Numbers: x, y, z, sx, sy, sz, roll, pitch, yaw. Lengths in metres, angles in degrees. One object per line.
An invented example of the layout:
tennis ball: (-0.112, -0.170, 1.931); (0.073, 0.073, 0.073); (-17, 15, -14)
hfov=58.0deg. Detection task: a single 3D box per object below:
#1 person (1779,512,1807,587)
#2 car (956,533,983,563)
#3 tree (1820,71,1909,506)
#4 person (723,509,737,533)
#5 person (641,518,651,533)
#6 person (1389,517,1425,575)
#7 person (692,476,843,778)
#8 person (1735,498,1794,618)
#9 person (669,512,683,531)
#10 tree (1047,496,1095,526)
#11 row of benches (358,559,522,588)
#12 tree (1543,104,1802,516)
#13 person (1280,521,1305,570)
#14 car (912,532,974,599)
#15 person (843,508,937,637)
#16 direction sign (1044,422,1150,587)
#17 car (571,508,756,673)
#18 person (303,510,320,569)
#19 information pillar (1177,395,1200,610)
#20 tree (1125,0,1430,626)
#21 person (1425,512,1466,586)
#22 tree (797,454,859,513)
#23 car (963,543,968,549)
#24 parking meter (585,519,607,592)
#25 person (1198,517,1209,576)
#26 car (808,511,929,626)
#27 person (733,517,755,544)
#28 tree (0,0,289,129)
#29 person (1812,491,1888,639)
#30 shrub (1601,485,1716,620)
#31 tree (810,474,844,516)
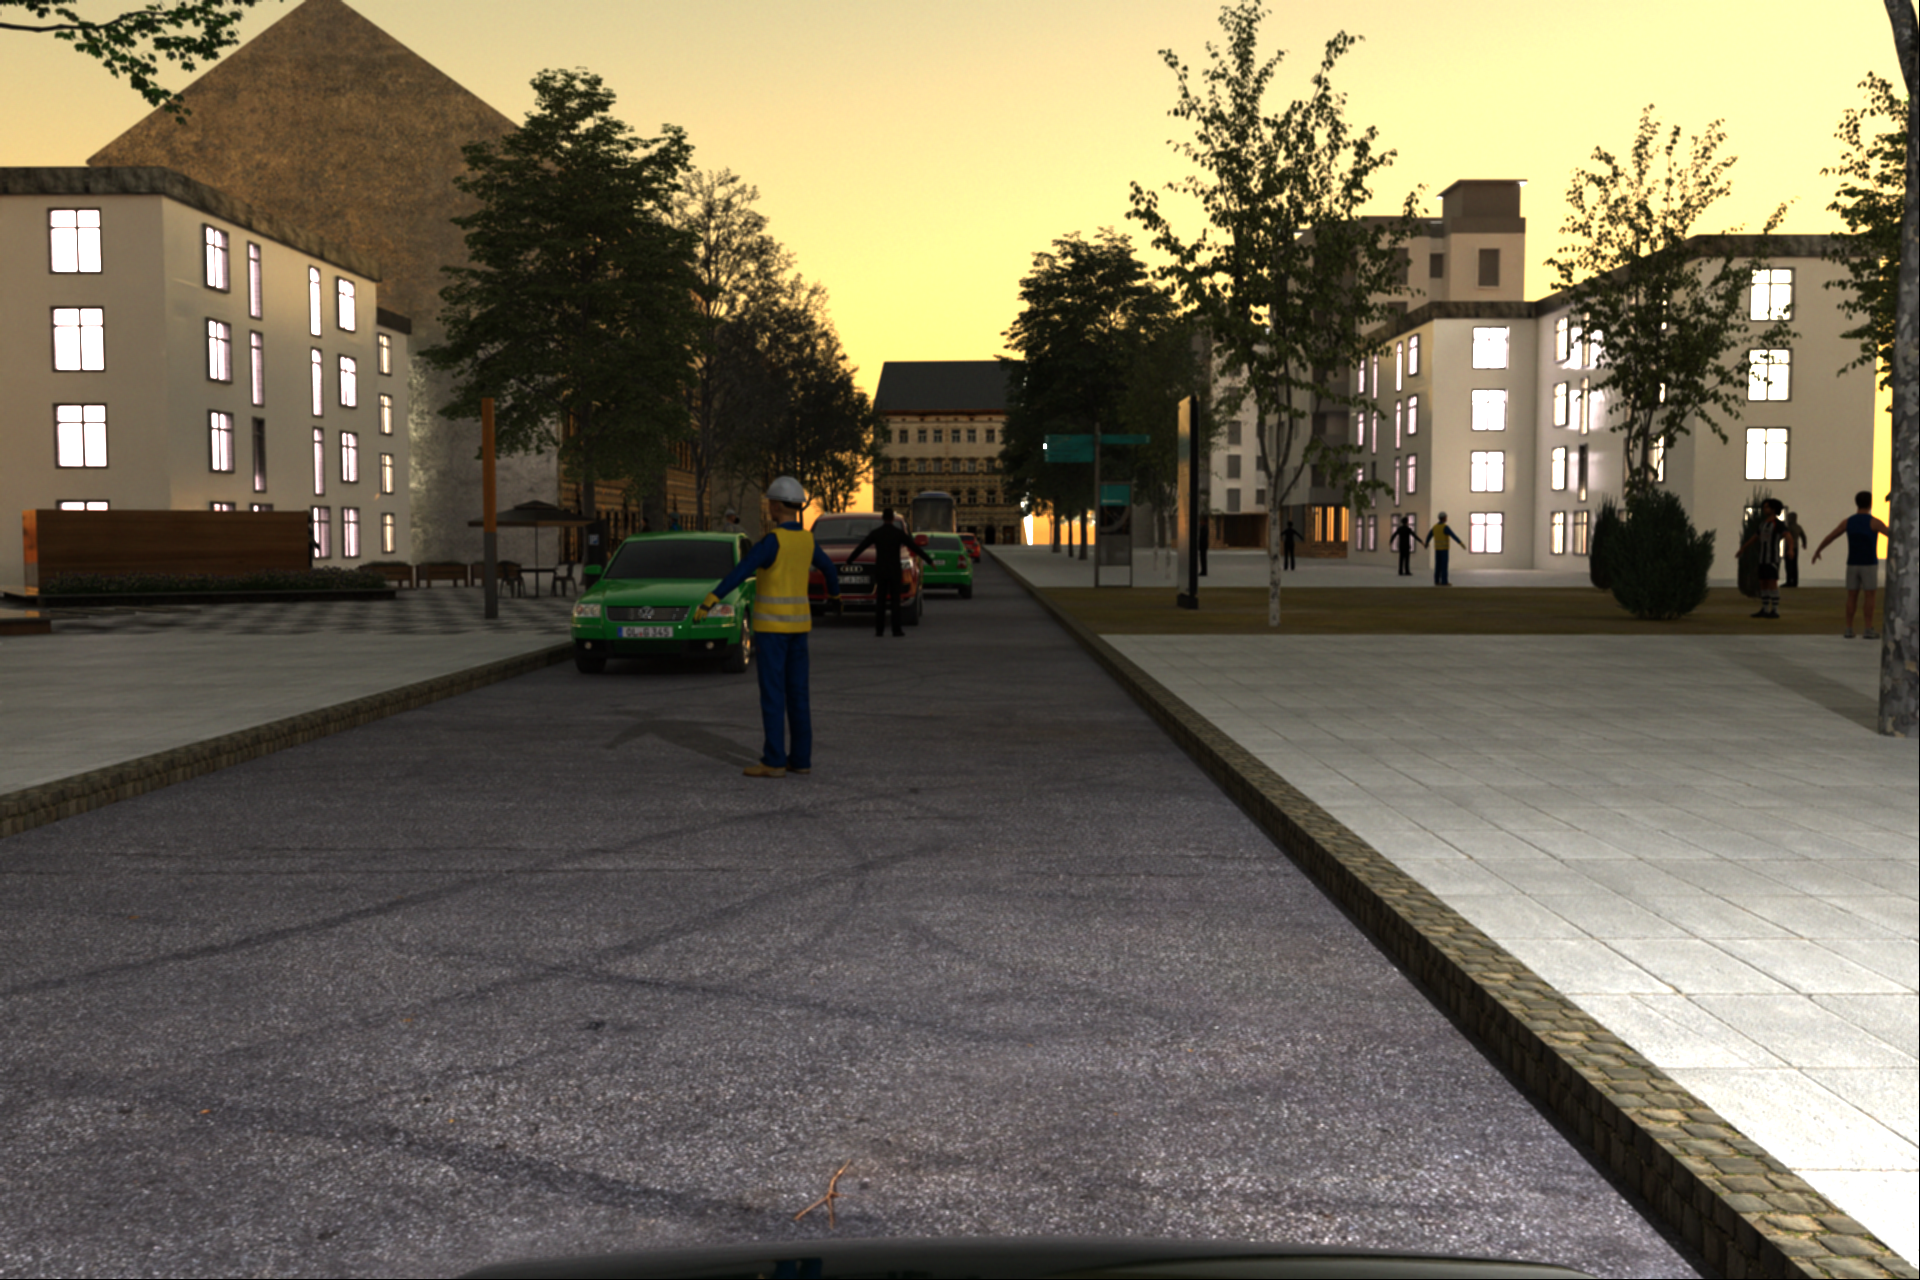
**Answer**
person: (20.074, -2.186, 41.870); (1.348, 1.813, 0.705); (-2, 4, -29)
car: (0.091, -4.811, 87.692); (2.155, 1.783, 4.494); (0, 4, -1)
tree: (14.682, -4.608, 25.704); (4.737, 8.622, 4.395); (0, 3, 0)
person: (-5.169, -2.037, 39.161); (0.705, 1.847, 1.347); (-1, 4, -14)
person: (-10.131, -3.026, 55.608); (0.704, 1.812, 1.346); (1, 4, 12)
person: (13.841, -2.913, 53.819); (0.705, 1.806, 1.347); (-3, 4, -37)
person: (-1.108, -0.086, 10.333); (0.721, 1.772, 1.216); (3, 4, 38)
person: (12.362, -1.245, 26.495); (0.704, 1.843, 1.345); (-1, 4, -10)
person: (-7.054, -2.232, 42.623); (0.704, 1.817, 1.347); (1, 4, 15)
tree: (15.709, -19.077, 218.558); (9.857, 13.997, 8.962); (0, 3, 0)
row of benches: (-12.570, -1.609, 41.764); (4.104, 0.672, 1.422); (-3, 5, -44)
tree: (12.356, -4.912, 30.670); (4.737, 8.622, 4.395); (0, 3, 0)
person: (11.609, -3.330, 61.164); (1.216, 1.740, 0.721); (0, 4, -8)
car: (-0.642, -1.896, 39.791); (1.959, 1.807, 4.718); (0, 4, -1)
person: (-0.997, -0.955, 24.298); (1.346, 1.802, 0.704); (1, 4, 9)
direction sign: (3.275, -3.193, 40.963); (2.525, 3.948, 1.411); (0, 4, 1)
car: (-3.058, -0.639, 19.249); (1.959, 1.807, 4.718); (0, 4, 1)
person: (-15.678, -2.190, 41.591); (0.705, 1.856, 1.354); (-3, 4, -37)
information pillar: (3.971, -2.375, 30.152); (0.184, 3.620, 1.656); (0, 4, 0)
tree: (4.337, -4.482, 23.643); (4.737, 8.622, 4.395); (0, 3, 0)
person: (11.970, -2.261, 42.933); (0.705, 1.833, 1.349); (-2, 4, -29)
tree: (-16.640, -17.976, 219.663); (9.928, 11.665, 9.643); (0, 3, 0)
car: (-0.662, -4.158, 80.347); (2.083, 1.381, 4.827); (0, 4, -1)
parking meter: (-6.129, -1.270, 29.182); (0.372, 1.533, 0.369); (0, 3, 0)
person: (7.441, -2.871, 53.166); (0.704, 1.802, 1.346); (1, 4, 18)
car: (-1.652, -1.230, 28.788); (2.281, 1.827, 5.304); (0, 4, 0)
person: (-6.859, -2.863, 52.998); (1.347, 1.806, 0.705); (-2, 4, -29)
tree: (-9.022, -5.345, 13.142); (9.928, 11.665, 9.643); (0, 3, 0)
person: (11.126, -0.927, 21.330); (0.704, 1.807, 1.345); (-3, 4, -37)
shrub: (10.477, -1.320, 25.994); (1.690, 2.028, 1.600); (0, 3, 0)
tree: (-15.777, -16.044, 212.689); (4.360, 8.622, 3.978); (0, 3, 0)
